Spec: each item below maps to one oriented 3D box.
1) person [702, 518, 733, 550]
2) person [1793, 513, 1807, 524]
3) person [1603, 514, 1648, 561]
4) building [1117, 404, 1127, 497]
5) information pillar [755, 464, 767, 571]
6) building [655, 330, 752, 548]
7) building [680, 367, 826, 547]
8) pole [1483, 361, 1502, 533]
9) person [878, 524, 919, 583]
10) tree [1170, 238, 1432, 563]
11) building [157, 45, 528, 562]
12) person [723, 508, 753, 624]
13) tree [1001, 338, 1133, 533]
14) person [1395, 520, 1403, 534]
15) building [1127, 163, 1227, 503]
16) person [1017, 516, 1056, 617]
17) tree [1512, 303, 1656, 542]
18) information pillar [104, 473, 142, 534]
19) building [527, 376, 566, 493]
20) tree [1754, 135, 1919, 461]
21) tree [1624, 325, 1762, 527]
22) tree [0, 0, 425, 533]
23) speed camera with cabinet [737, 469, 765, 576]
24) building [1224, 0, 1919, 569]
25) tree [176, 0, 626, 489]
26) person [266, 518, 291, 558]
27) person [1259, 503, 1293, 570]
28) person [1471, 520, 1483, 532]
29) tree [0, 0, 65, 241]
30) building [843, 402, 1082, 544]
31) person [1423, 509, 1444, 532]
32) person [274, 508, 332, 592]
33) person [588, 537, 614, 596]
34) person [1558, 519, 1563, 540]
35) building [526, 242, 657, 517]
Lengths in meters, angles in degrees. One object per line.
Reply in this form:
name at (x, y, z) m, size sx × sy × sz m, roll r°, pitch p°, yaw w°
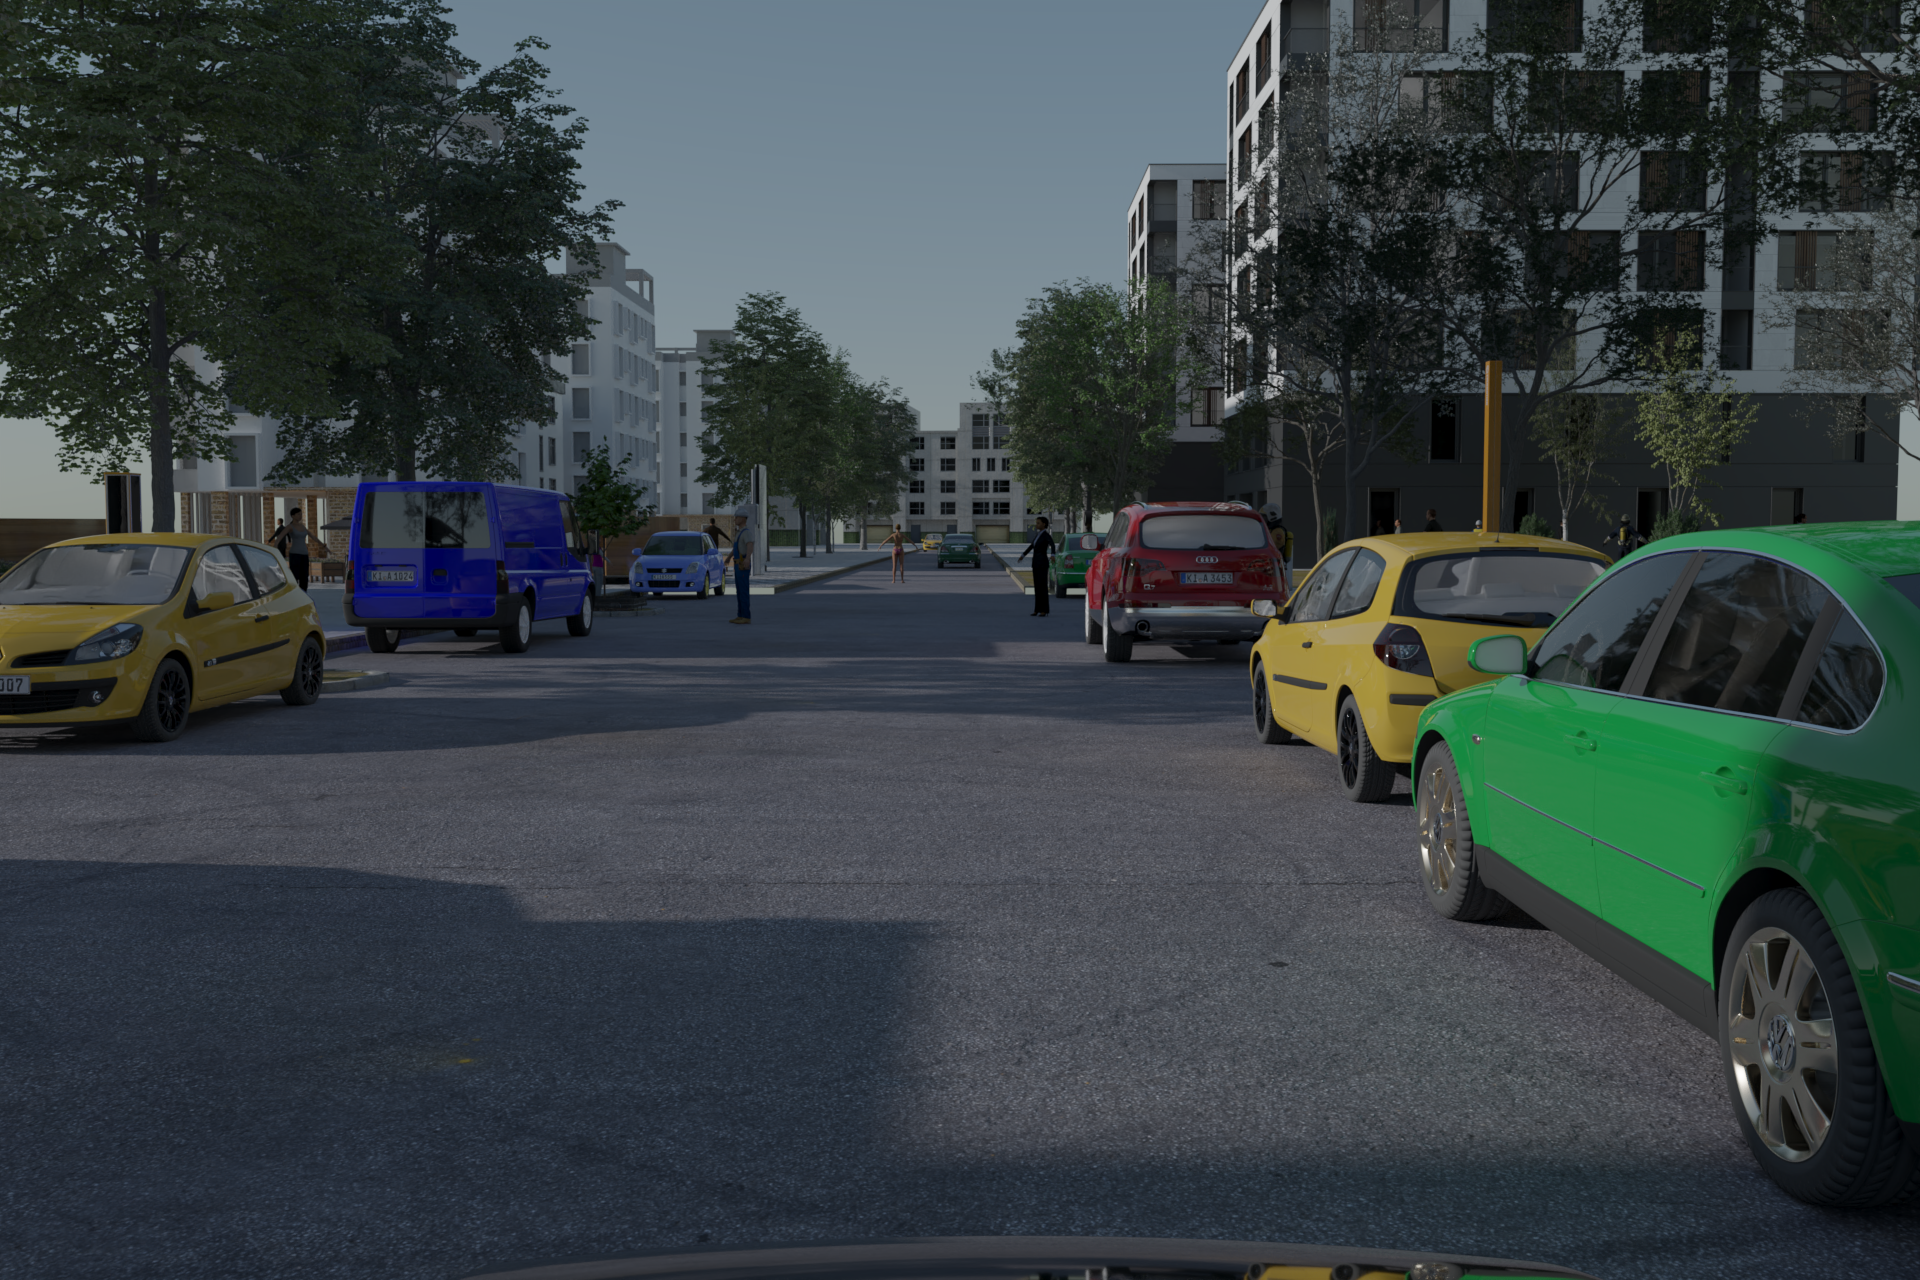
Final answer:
person at (-8.108, -3.098, 56.792) m, size 1.346 × 1.812 × 0.704 m, roll 0°, pitch 4°, yaw -8°
person at (18.352, -1.883, 37.626) m, size 0.721 × 1.735 × 1.217 m, roll 0°, pitch 4°, yaw -3°
person at (19.473, -2.747, 50.691) m, size 1.354 × 1.856 × 0.705 m, roll 3°, pitch 4°, yaw 38°
building at (25.874, -19.151, 179.577) m, size 16.747 × 18.905 × 31.486 m, roll 0°, pitch 4°, yaw 0°
information pillar at (-6.801, -4.149, 59.145) m, size 0.184 × 3.620 × 1.656 m, roll 0°, pitch 4°, yaw 1°
building at (-25.980, -18.657, 161.459) m, size 16.016 × 20.090 × 11.380 m, roll 0°, pitch 3°, yaw 0°
building at (-24.805, -20.007, 193.576) m, size 16.747 × 18.905 × 31.486 m, roll 0°, pitch 4°, yaw 1°
pole at (6.298, -1.632, 20.526) m, size 0.158 × 3.312 × 0.155 m, roll 0°, pitch 3°, yaw 0°
person at (-1.803, -2.535, 50.705) m, size 1.217 × 1.733 × 0.721 m, roll 0°, pitch 4°, yaw 1°
tree at (10.844, -7.238, 52.758) m, size 8.767 × 10.594 × 7.601 m, roll -3°, pitch 5°, yaw -43°
building at (-25.468, -12.975, 68.566) m, size 16.016 × 20.090 × 11.380 m, roll 0°, pitch 4°, yaw 1°
person at (-3.516, -1.188, 27.742) m, size 0.705 × 1.847 × 1.347 m, roll -1°, pitch 4°, yaw -22°
tree at (5.968, -10.967, 97.440) m, size 7.486 × 12.596 × 7.792 m, roll 0°, pitch 3°, yaw 0°
person at (15.742, -3.427, 62.298) m, size 0.705 × 1.796 × 1.348 m, roll 1°, pitch 4°, yaw 11°
building at (24.551, -16.392, 111.980) m, size 27.936 × 21.610 × 32.646 m, roll 0°, pitch 4°, yaw 1°
person at (1.343, -1.280, 30.112) m, size 0.721 × 1.740 × 1.216 m, roll -2°, pitch 4°, yaw -27°
tree at (18.882, -6.342, 54.056) m, size 4.360 × 8.622 × 3.978 m, roll 0°, pitch 3°, yaw 0°
information pillar at (-10.042, -0.999, 20.833) m, size 0.304 × 2.012 × 0.304 m, roll 0°, pitch 3°, yaw 0°
building at (-26.550, -9.459, 96.803) m, size 9.099 × 9.664 × 28.070 m, roll 0°, pitch 4°, yaw 1°
tree at (28.355, -8.516, 49.614) m, size 12.009 × 13.543 × 11.850 m, roll 0°, pitch 3°, yaw 0°
tree at (24.682, -6.656, 59.195) m, size 4.737 × 8.622 × 4.395 m, roll 0°, pitch 3°, yaw 0°
tree at (-12.265, -6.627, 26.481) m, size 7.486 × 12.596 × 7.792 m, roll 0°, pitch 3°, yaw 0°
speed camera with cabinet at (-6.477, -3.626, 53.613) m, size 0.660 × 3.252 × 2.038 m, roll 0°, pitch 4°, yaw 1°
building at (25.678, -14.370, 78.925) m, size 27.936 × 21.610 × 32.646 m, roll 0°, pitch 3°, yaw 0°
tree at (-12.334, -8.054, 38.344) m, size 9.857 × 13.997 × 8.962 m, roll 0°, pitch 3°, yaw 0°
person at (-21.949, -3.041, 55.939) m, size 0.704 × 1.802 × 1.346 m, roll 1°, pitch 4°, yaw 11°
person at (4.242, -0.951, 23.775) m, size 0.705 × 1.858 × 1.354 m, roll 0°, pitch 4°, yaw 1°
person at (18.583, -3.397, 62.001) m, size 1.216 × 1.772 × 0.721 m, roll 2°, pitch 4°, yaw 29°
tree at (-11.941, -5.957, 15.524) m, size 7.486 × 12.596 × 7.792 m, roll 0°, pitch 3°, yaw 0°
building at (0.789, -22.654, 239.310) m, size 31.486 × 18.905 × 16.747 m, roll 0°, pitch 4°, yaw 6°
person at (9.735, -1.813, 35.863) m, size 1.348 × 1.803 × 0.705 m, roll -3°, pitch 5°, yaw -42°
person at (-11.249, -1.393, 29.579) m, size 0.721 × 1.737 × 1.217 m, roll 2°, pitch 4°, yaw 29°
person at (-7.166, -1.394, 34.512) m, size 0.599 × 1.433 × 0.991 m, roll -3°, pitch 4°, yaw -38°
person at (21.552, -3.420, 61.858) m, size 0.705 × 1.837 × 1.347 m, roll 1°, pitch 4°, yaw 22°
building at (-27.275, -15.735, 113.686) m, size 16.016 × 20.090 × 11.380 m, roll 0°, pitch 4°, yaw 1°
